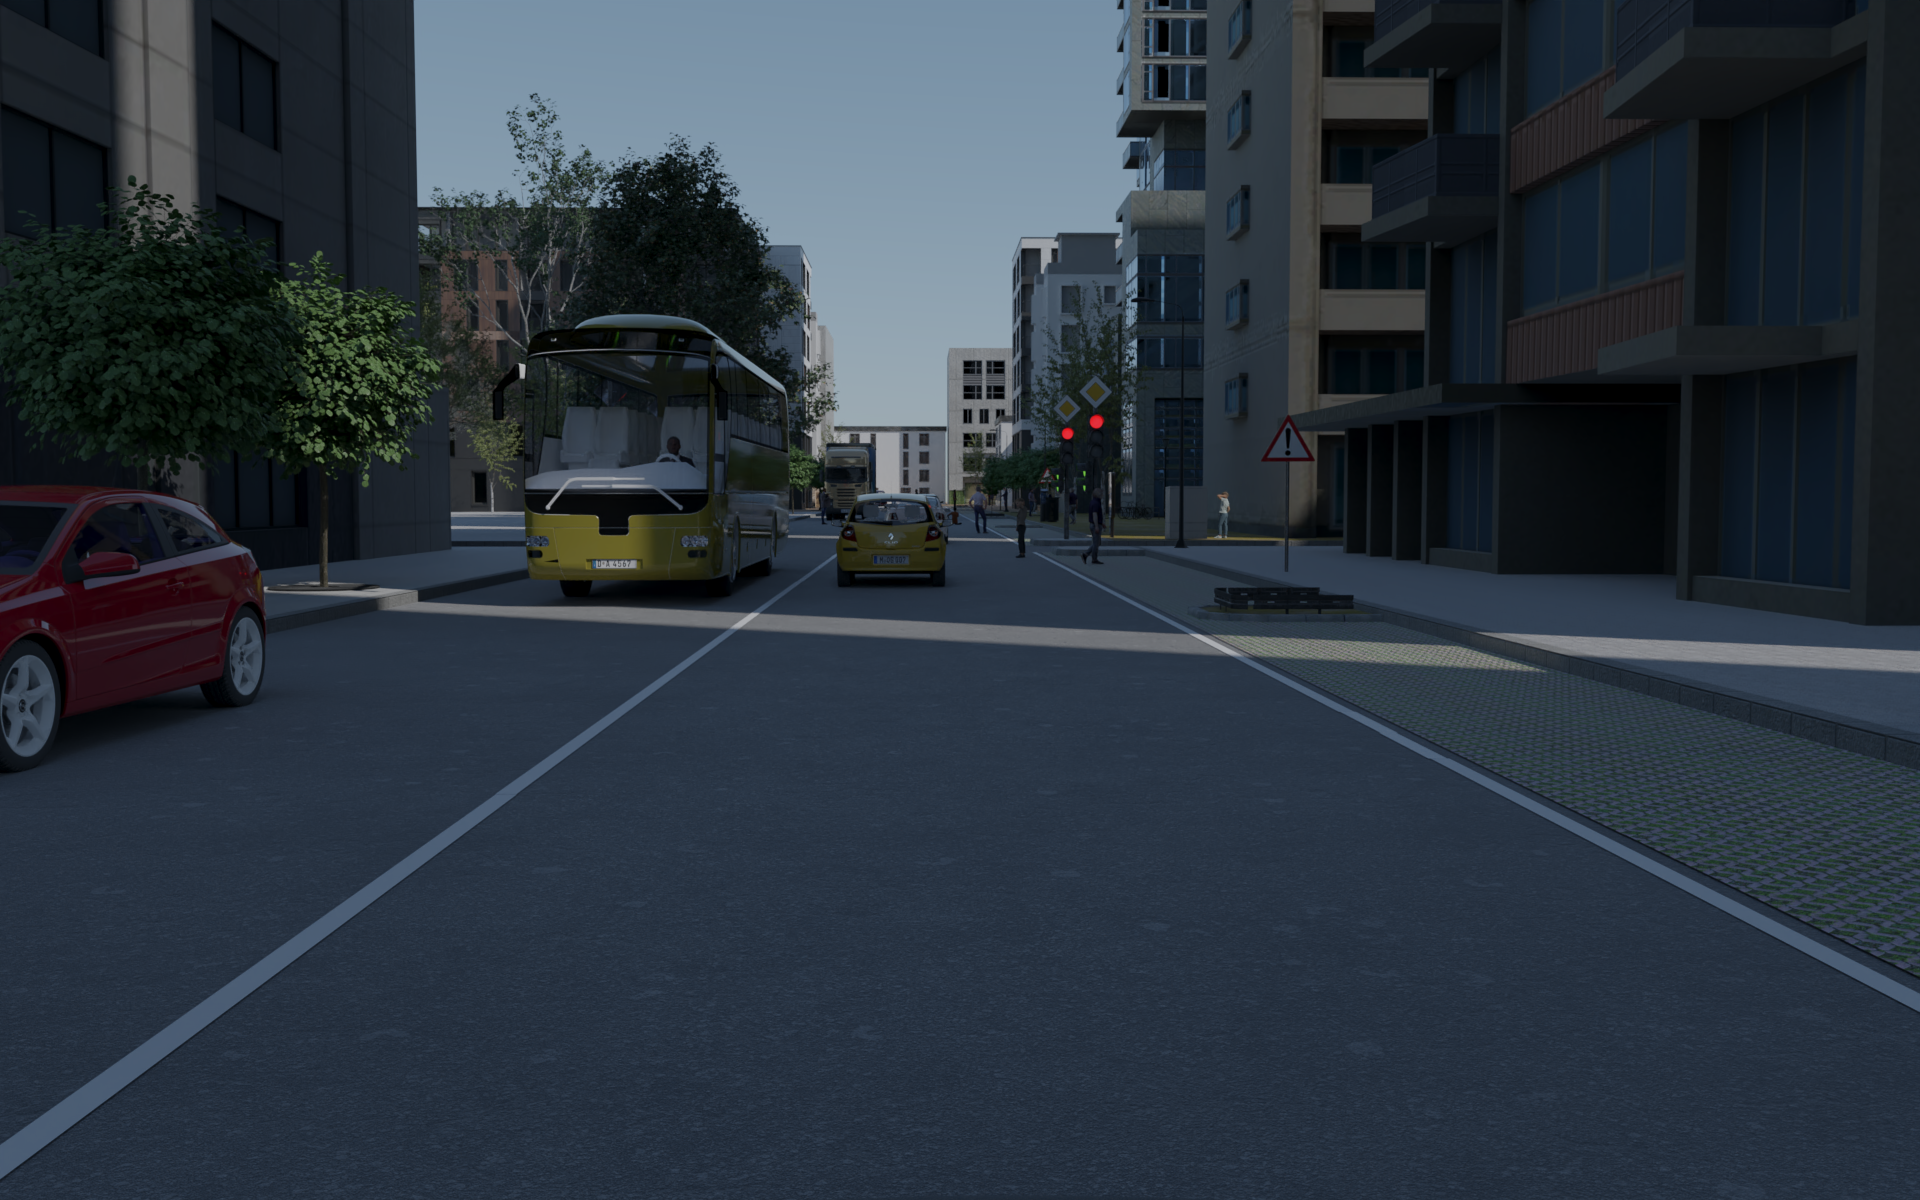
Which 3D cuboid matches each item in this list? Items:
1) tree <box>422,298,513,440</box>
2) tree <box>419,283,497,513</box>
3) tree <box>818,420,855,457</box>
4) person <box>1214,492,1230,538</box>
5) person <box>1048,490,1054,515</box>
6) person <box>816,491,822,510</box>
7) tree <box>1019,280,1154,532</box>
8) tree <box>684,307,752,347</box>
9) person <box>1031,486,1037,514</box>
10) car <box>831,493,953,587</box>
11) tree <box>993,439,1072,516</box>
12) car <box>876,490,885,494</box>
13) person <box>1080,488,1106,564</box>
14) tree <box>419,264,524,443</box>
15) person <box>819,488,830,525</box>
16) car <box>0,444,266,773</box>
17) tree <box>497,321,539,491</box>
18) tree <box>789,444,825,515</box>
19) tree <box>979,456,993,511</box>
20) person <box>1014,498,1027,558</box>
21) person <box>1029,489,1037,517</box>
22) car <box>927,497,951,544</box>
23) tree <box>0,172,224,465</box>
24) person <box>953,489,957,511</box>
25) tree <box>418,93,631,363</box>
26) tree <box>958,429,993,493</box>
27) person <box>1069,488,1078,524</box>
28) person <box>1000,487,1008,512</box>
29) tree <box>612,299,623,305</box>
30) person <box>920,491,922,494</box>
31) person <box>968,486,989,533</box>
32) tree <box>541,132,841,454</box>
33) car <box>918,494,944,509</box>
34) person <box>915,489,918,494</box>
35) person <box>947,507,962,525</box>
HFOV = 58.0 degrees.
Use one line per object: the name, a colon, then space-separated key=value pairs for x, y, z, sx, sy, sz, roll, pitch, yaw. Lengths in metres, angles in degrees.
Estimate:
tree: x=-32.461 y=-11.980 z=106.246 sx=12.009 sy=13.543 sz=11.850 roll=0 pitch=3 yaw=0
tree: x=-18.447 y=-6.506 z=56.737 sx=4.737 sy=8.622 sz=4.395 roll=0 pitch=3 yaw=0
tree: x=-12.444 y=-13.588 z=172.520 sx=4.737 sy=8.622 sz=4.395 roll=0 pitch=3 yaw=0
person: x=7.604 y=-2.467 z=50.288 sx=0.340 sy=1.345 sz=0.435 roll=2 pitch=4 yaw=30
person: x=5.500 y=-5.928 z=105.500 sx=0.613 sy=1.512 sz=0.480 roll=-3 pitch=5 yaw=-44
person: x=-11.316 y=-8.099 z=139.177 sx=0.721 sy=1.735 sz=1.217 roll=1 pitch=4 yaw=12
tree: x=4.742 y=-6.636 z=58.855 sx=4.737 sy=8.622 sz=4.395 roll=0 pitch=3 yaw=0
tree: x=-9.559 y=-7.041 z=65.485 sx=4.360 sy=8.622 sz=3.978 roll=0 pitch=3 yaw=0
person: x=4.898 y=-6.608 z=114.207 sx=0.434 sy=1.807 sz=0.598 roll=0 pitch=4 yaw=2
car: x=-1.108 y=-1.098 z=28.184 sx=2.015 sy=1.641 sz=3.980 roll=0 pitch=4 yaw=-2
tree: x=5.101 y=-7.267 z=102.525 sx=4.285 sy=4.588 sz=4.351 roll=0 pitch=3 yaw=0
car: x=-8.116 y=-9.825 z=169.305 sx=2.281 sy=1.827 sz=5.304 roll=0 pitch=4 yaw=-3
person: x=2.717 y=-1.494 z=35.132 sx=0.471 sy=1.553 sz=0.569 roll=2 pitch=4 yaw=32
tree: x=-20.542 y=-8.092 z=66.714 sx=7.601 sy=10.594 sz=8.767 roll=3 pitch=4 yaw=36
person: x=-6.352 y=-4.420 z=81.593 sx=0.431 sy=1.722 sz=0.655 roll=-1 pitch=4 yaw=-19
car: x=-5.700 y=-0.074 z=10.246 sx=2.155 sy=1.783 sz=4.494 roll=0 pitch=3 yaw=0
tree: x=-17.731 y=-7.593 z=74.511 sx=4.737 sy=8.622 sz=4.395 roll=0 pitch=3 yaw=0
tree: x=-10.412 y=-7.645 z=108.710 sx=4.285 sy=4.588 sz=4.351 roll=0 pitch=3 yaw=0
tree: x=4.146 y=-8.316 z=119.686 sx=4.285 sy=4.588 sz=4.351 roll=0 pitch=3 yaw=0
person: x=1.355 y=-1.628 z=39.035 sx=0.340 sy=1.345 sz=0.435 roll=-1 pitch=4 yaw=-19
person: x=4.039 y=-5.470 z=97.428 sx=0.435 sy=1.587 sz=0.963 roll=1 pitch=4 yaw=15
car: x=-1.298 y=-2.353 z=50.839 sx=2.083 sy=1.381 sz=4.827 roll=0 pitch=4 yaw=-2
tree: x=-8.390 y=-2.093 z=17.930 sx=4.285 sy=4.588 sz=4.351 roll=0 pitch=3 yaw=0
person: x=-0.414 y=-8.560 z=148.414 sx=0.705 sy=1.831 sz=1.348 roll=0 pitch=4 yaw=6
tree: x=-21.104 y=-13.991 z=84.643 sx=12.611 sy=20.169 sz=13.585 roll=0 pitch=3 yaw=0
tree: x=1.816 y=-14.985 z=195.372 sx=4.737 sy=8.622 sz=4.395 roll=0 pitch=3 yaw=0
person: x=4.709 y=-3.969 z=73.146 sx=0.569 sy=1.553 sz=0.471 roll=0 pitch=4 yaw=-5
person: x=3.219 y=-7.333 z=126.384 sx=0.568 sy=1.767 sz=0.683 roll=0 pitch=4 yaw=-5
tree: x=-20.324 y=-11.124 z=99.996 sx=7.486 sy=12.596 sz=7.792 roll=0 pitch=3 yaw=0
person: x=-3.532 y=-9.108 z=157.947 sx=0.617 sy=1.759 sz=0.750 roll=1 pitch=4 yaw=14
person: x=0.716 y=-3.292 z=63.269 sx=0.756 sy=1.711 sz=0.436 roll=2 pitch=4 yaw=35
tree: x=-9.011 y=-8.468 z=55.461 sx=9.611 sy=12.733 sz=9.660 roll=0 pitch=3 yaw=0
car: x=-1.875 y=-5.199 z=94.787 sx=2.009 sy=1.686 sz=4.222 roll=0 pitch=4 yaw=-3
person: x=-3.301 y=-7.444 z=130.352 sx=0.705 sy=1.807 sz=1.348 roll=1 pitch=4 yaw=18
person: x=-0.295 y=-3.911 z=80.736 sx=0.859 sy=0.850 sz=0.655 roll=0 pitch=4 yaw=-8
